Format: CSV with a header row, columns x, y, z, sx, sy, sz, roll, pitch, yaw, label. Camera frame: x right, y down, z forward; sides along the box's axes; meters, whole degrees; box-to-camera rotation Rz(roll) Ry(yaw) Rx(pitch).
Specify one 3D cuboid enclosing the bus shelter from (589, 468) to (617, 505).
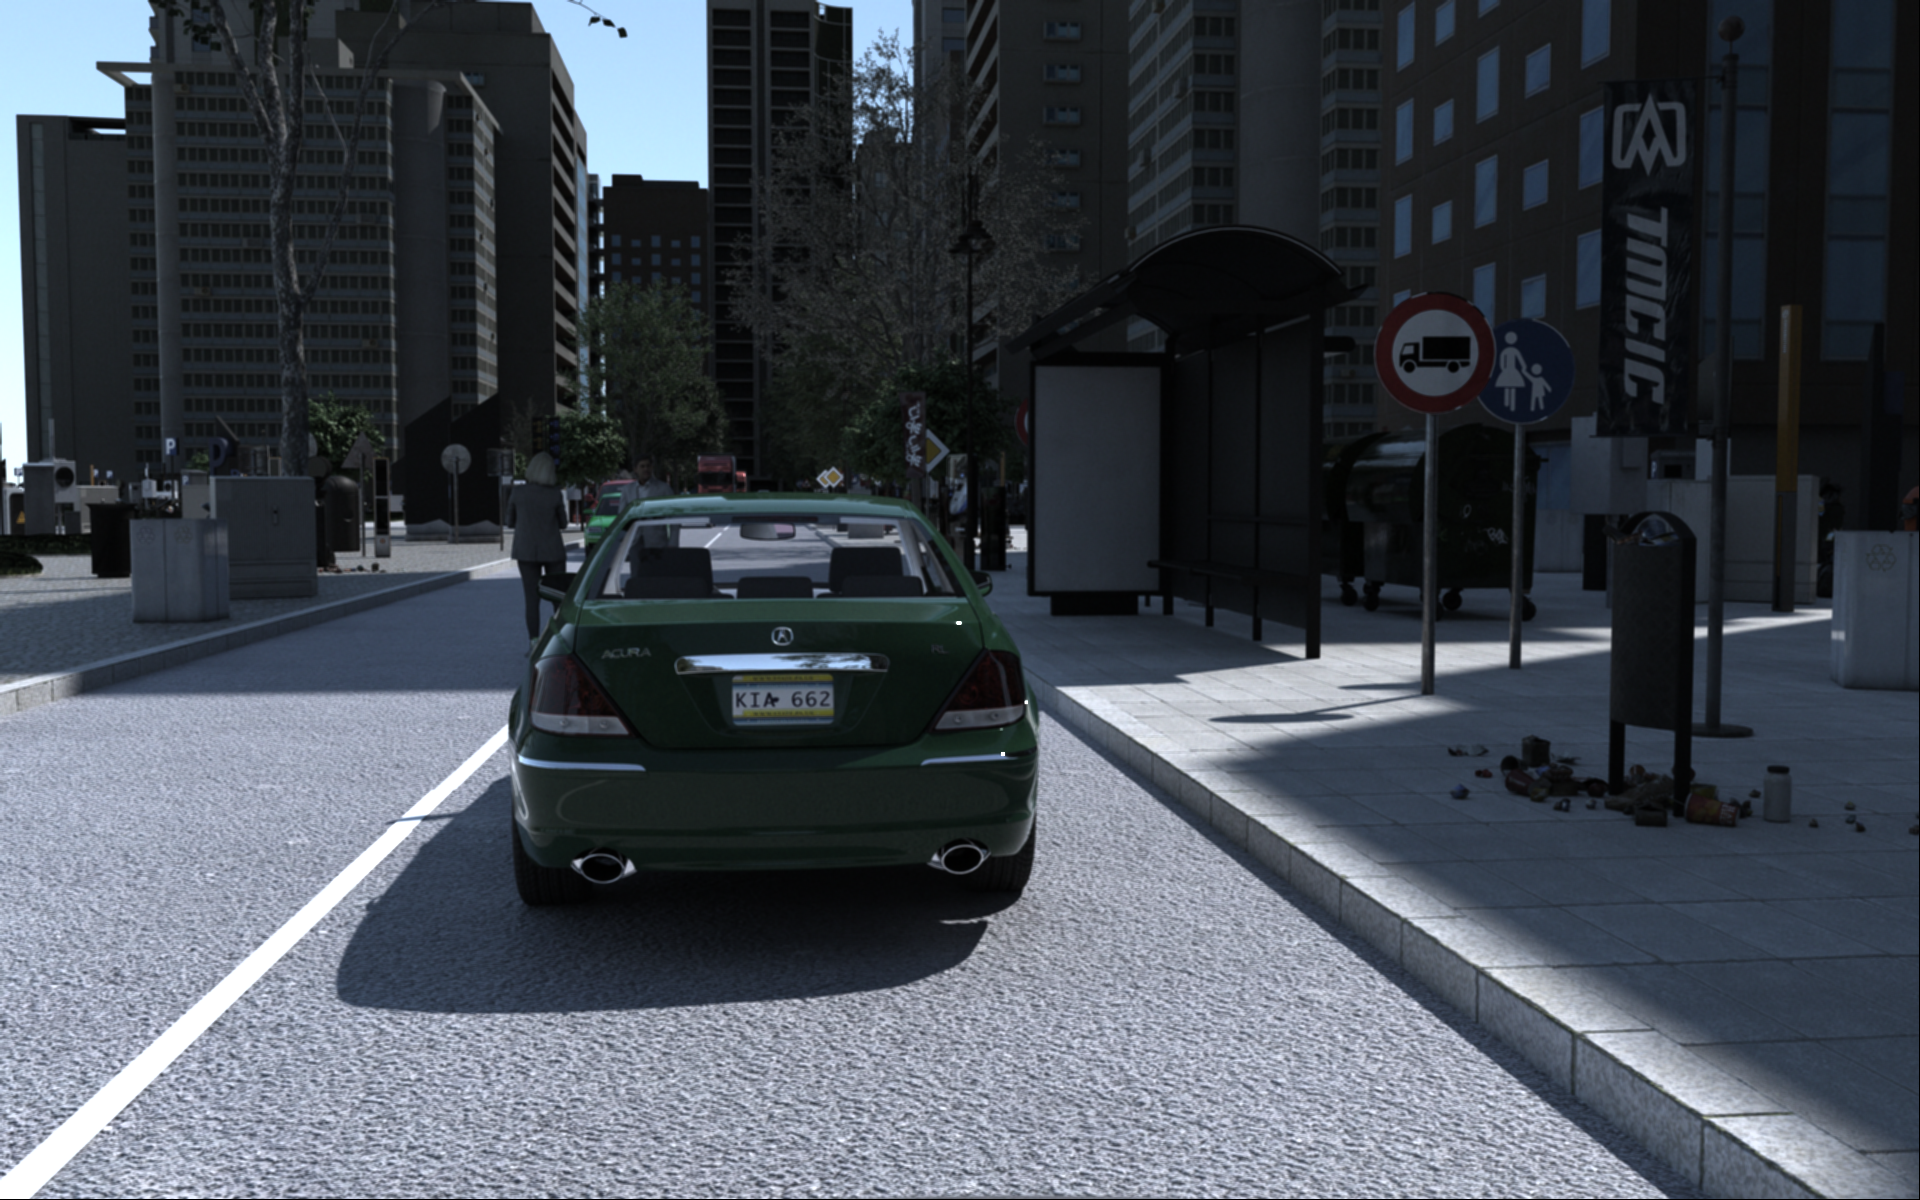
x,y,z,sx,sy,sz,roll,pitch,yaw,label
-19.747,-7.035,92.661,2.179,5.291,8.768,0,4,-6,bus shelter

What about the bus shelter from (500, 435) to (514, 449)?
x,y,z,sx,sy,sz,roll,pitch,yaw,label
-14.886,-3.575,52.381,2.014,3.302,5.546,0,4,-6,bus shelter

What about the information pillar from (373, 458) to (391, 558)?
x,y,z,sx,sy,sz,roll,pitch,yaw,label
-11.701,-1.869,35.045,0.304,2.012,0.304,-1,4,-20,information pillar

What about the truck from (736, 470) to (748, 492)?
x,y,z,sx,sy,sz,roll,pitch,yaw,label
-26.270,-13.078,202.743,2.839,4.237,11.283,0,4,-7,truck

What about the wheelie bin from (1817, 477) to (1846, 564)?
x,y,z,sx,sy,sz,roll,pitch,yaw,label
15.960,-1.473,31.992,0.693,1.594,0.980,1,4,17,wheelie bin

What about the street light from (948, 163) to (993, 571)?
x,y,z,sx,sy,sz,roll,pitch,yaw,label
0.140,-3.170,24.611,0.468,5.910,1.993,0,4,-6,street light

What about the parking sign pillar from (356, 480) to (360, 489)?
x,y,z,sx,sy,sz,roll,pitch,yaw,label
-45.284,-8.567,128.547,1.447,3.967,1.447,0,4,2,parking sign pillar

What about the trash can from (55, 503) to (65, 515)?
x,y,z,sx,sy,sz,roll,pitch,yaw,label
-62.281,-6.577,119.194,0.748,1.137,0.748,0,3,0,trash can

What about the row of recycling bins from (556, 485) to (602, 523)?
x,y,z,sx,sy,sz,roll,pitch,yaw,label
-16.592,-4.331,77.930,3.534,1.692,1.069,-2,4,-24,row of recycling bins

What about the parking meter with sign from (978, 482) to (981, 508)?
x,y,z,sx,sy,sz,roll,pitch,yaw,label
0.949,-6.960,110.049,1.738,3.016,0.543,-2,4,-24,parking meter with sign

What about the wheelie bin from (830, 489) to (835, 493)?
x,y,z,sx,sy,sz,roll,pitch,yaw,label
-8.527,-6.411,112.720,0.980,1.594,0.693,3,5,40,wheelie bin

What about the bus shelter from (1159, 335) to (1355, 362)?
x,y,z,sx,sy,sz,roll,pitch,yaw,label
3.709,-3.029,27.160,2.179,5.291,8.768,0,4,-7,bus shelter

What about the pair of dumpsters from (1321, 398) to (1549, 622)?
x,y,z,sx,sy,sz,roll,pitch,yaw,label
4.945,-1.033,19.378,1.574,2.255,4.437,0,4,-6,pair of dumpsters

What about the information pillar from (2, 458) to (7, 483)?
x,y,z,sx,sy,sz,roll,pitch,yaw,label
-62.310,-7.429,112.823,0.183,3.616,0.504,1,4,15,information pillar

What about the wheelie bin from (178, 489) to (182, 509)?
x,y,z,sx,sy,sz,roll,pitch,yaw,label
-52.260,-6.641,116.492,0.980,1.594,0.693,1,4,11,wheelie bin

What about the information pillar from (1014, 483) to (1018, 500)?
x,y,z,sx,sy,sz,roll,pitch,yaw,label
3.702,-6.583,112.120,0.304,2.012,0.304,-1,4,-12,information pillar

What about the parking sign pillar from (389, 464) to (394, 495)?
x,y,z,sx,sy,sz,roll,pitch,yaw,label
-34.960,-7.329,108.300,1.447,3.967,1.447,-2,4,-34,parking sign pillar

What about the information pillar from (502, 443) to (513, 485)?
x,y,z,sx,sy,sz,roll,pitch,yaw,label
-20.865,-5.418,79.936,0.504,3.616,0.183,-2,4,-35,information pillar

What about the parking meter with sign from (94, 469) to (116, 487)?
x,y,z,sx,sy,sz,roll,pitch,yaw,label
-60.631,-7.735,122.732,0.543,3.016,1.738,1,4,12,parking meter with sign

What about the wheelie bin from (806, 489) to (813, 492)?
x,y,z,sx,sy,sz,roll,pitch,yaw,label
-10.230,-6.770,118.599,0.980,1.594,0.693,-1,4,-14,wheelie bin

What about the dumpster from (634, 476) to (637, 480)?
x,y,z,sx,sy,sz,roll,pitch,yaw,label
-17.504,-5.577,93.674,1.502,2.255,1.985,0,4,-7,dumpster

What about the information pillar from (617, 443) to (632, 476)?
x,y,z,sx,sy,sz,roll,pitch,yaw,label
-14.713,-5.146,75.496,0.504,3.616,0.183,-2,4,-34,information pillar

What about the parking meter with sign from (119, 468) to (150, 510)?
x,y,z,sx,sy,sz,roll,pitch,yaw,label
-55.464,-7.352,116.463,1.738,3.016,0.543,-3,5,-45,parking meter with sign

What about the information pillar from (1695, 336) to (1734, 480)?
x,y,z,sx,sy,sz,roll,pitch,yaw,label
11.246,-2.108,25.824,0.504,3.616,0.183,2,4,34,information pillar

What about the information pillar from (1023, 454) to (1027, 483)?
x,y,z,sx,sy,sz,roll,pitch,yaw,label
3.904,-6.712,101.090,0.504,3.616,0.183,3,4,39,information pillar

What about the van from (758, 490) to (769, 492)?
x,y,z,sx,sy,sz,roll,pitch,yaw,label
-21.267,-11.033,187.398,2.013,2.044,4.112,0,4,-8,van

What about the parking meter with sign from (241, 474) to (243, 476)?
x,y,z,sx,sy,sz,roll,pitch,yaw,label
-51.927,-8.013,127.269,1.738,3.016,0.543,0,4,-5,parking meter with sign

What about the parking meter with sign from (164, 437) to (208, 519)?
x,y,z,sx,sy,sz,roll,pitch,yaw,label
-23.931,-3.545,54.216,0.543,3.016,1.738,2,4,27,parking meter with sign

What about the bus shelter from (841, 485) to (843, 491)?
x,y,z,sx,sy,sz,roll,pitch,yaw,label
-9.081,-8.912,139.626,2.014,3.302,5.546,0,4,-7,bus shelter

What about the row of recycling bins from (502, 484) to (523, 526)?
x,y,z,sx,sy,sz,roll,pitch,yaw,label
-18.097,-3.861,70.248,1.069,1.692,3.534,-2,4,-27,row of recycling bins

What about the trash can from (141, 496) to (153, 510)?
x,y,z,sx,sy,sz,roll,pitch,yaw,label
-52.358,-6.116,111.658,0.748,1.137,0.748,0,3,0,trash can

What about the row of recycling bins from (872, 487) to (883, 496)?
x,y,z,sx,sy,sz,roll,pitch,yaw,label
-6.189,-8.419,144.767,3.534,1.692,1.069,2,4,29,row of recycling bins

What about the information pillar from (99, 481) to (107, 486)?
x,y,z,sx,sy,sz,roll,pitch,yaw,label
-47.835,-5.640,96.701,0.304,2.012,0.304,-1,4,-11,information pillar

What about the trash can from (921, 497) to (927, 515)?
x,y,z,sx,sy,sz,roll,pitch,yaw,label
-1.554,-4.173,79.874,0.748,1.137,0.748,0,3,0,trash can

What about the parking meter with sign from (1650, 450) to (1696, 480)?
x,y,z,sx,sy,sz,roll,pitch,yaw,label
12.388,-2.070,30.114,1.738,3.016,0.543,0,4,6,parking meter with sign

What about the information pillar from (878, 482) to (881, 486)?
x,y,z,sx,sy,sz,roll,pitch,yaw,label
-4.923,-7.150,108.260,0.504,3.616,0.183,-1,4,-21,information pillar

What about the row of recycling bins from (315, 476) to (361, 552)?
x,y,z,sx,sy,sz,roll,pitch,yaw,label
-14.534,-2.004,39.875,1.069,1.692,3.534,-2,4,-30,row of recycling bins

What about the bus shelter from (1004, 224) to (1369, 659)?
x,y,z,sx,sy,sz,roll,pitch,yaw,label
1.775,-1.337,15.776,2.014,3.302,5.546,0,4,-6,bus shelter

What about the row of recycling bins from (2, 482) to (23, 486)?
x,y,z,sx,sy,sz,roll,pitch,yaw,label
-32.606,-3.139,58.428,3.534,1.692,1.069,1,4,14,row of recycling bins

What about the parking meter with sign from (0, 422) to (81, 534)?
x,y,z,sx,sy,sz,roll,pitch,yaw,label
-22.471,-2.815,42.285,1.738,3.016,0.543,-2,4,-29,parking meter with sign

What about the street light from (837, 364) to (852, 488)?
x,y,z,sx,sy,sz,roll,pitch,yaw,label
-4.112,-5.442,61.768,0.468,5.910,1.993,0,4,-6,street light

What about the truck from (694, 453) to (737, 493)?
x,y,z,sx,sy,sz,roll,pitch,yaw,label
-16.785,-8.002,119.751,2.839,4.237,11.283,0,4,-7,truck

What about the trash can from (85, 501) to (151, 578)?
x,y,z,sx,sy,sz,roll,pitch,yaw,label
-13.022,-0.915,26.621,0.748,1.137,0.748,0,3,0,trash can

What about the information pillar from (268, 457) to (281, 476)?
x,y,z,sx,sy,sz,roll,pitch,yaw,label
-13.612,-1.848,34.708,0.304,2.012,0.304,1,4,21,information pillar

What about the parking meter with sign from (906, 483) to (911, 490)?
x,y,z,sx,sy,sz,roll,pitch,yaw,label
-4.156,-8.054,127.939,1.738,3.016,0.543,-2,4,-24,parking meter with sign

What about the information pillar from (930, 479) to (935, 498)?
x,y,z,sx,sy,sz,roll,pitch,yaw,label
-1.252,-5.117,75.012,0.183,3.616,0.504,2,4,31,information pillar

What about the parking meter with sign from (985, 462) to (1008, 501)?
x,y,z,sx,sy,sz,roll,pitch,yaw,label
2.168,-5.881,92.414,1.738,3.016,0.543,1,4,17,parking meter with sign

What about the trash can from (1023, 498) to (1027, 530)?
x,y,z,sx,sy,sz,roll,pitch,yaw,label
2.502,-2.855,58.337,0.748,1.137,0.748,0,3,0,trash can
